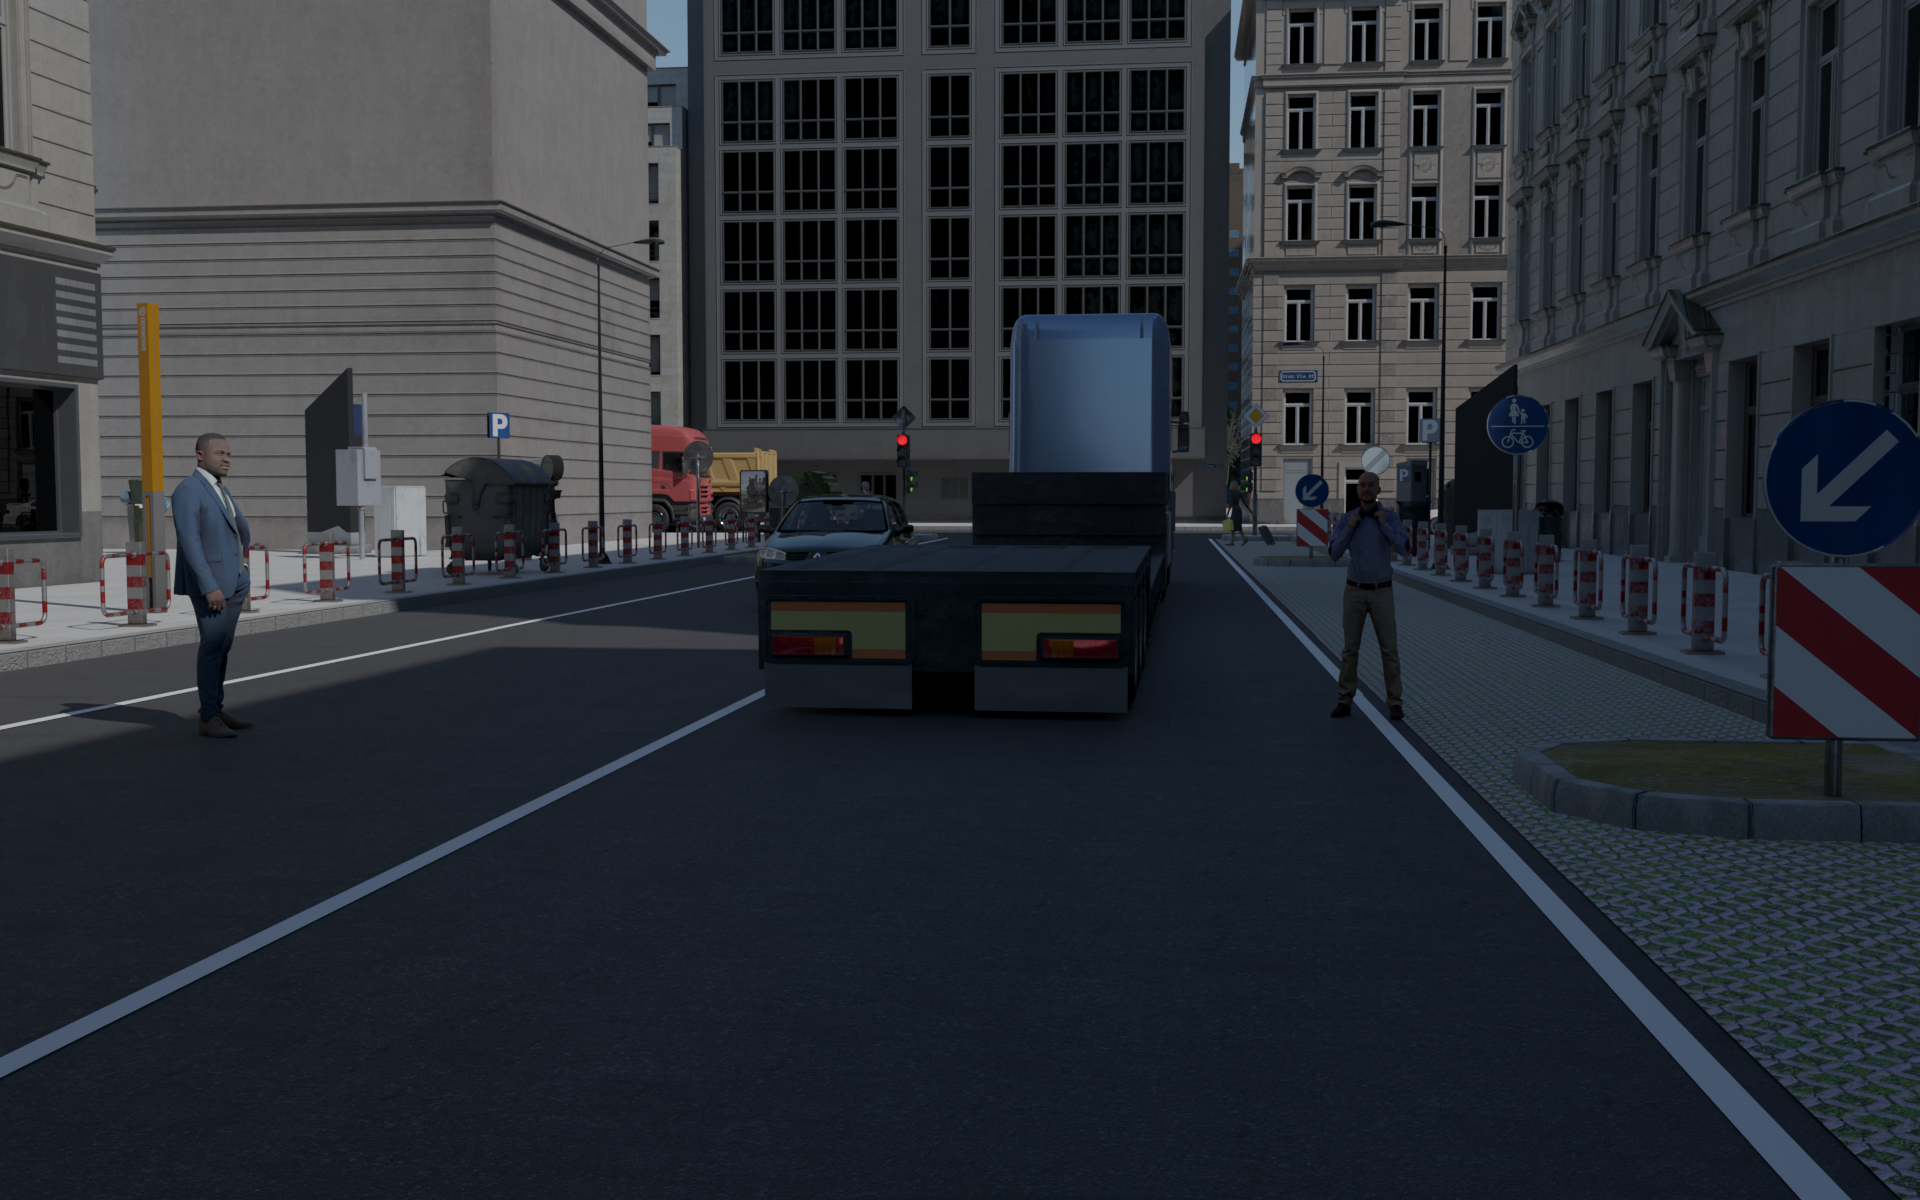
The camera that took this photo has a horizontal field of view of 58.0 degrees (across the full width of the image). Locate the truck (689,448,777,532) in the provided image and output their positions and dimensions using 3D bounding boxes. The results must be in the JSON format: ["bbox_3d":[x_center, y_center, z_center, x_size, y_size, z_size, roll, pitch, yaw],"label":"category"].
[{"bbox_3d":[-12.061,-4.312,66.423,9.791,3.379,3.469,0,4,8],"label":"truck"}]

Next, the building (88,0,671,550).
[{"bbox_3d":[-21.204,-12.479,45.829,24.055,21.916,13.314,0,4,7],"label":"building"}]

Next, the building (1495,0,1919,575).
[{"bbox_3d":[20.485,-15.235,25.508,17.030,29.872,44.131,0,4,7],"label":"building"}]

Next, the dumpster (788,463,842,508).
[{"bbox_3d":[-4.527,-3.101,53.199,1.502,2.255,1.985,0,4,7],"label":"dumpster"}]

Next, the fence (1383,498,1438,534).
[{"bbox_3d":[13.624,-2.538,52.706,2.264,1.192,0.480,1,4,11],"label":"fence"}]

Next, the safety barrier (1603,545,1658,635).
[{"bbox_3d":[6.189,-0.093,15.799,0.300,0.817,1.120,0,4,7],"label":"safety barrier"}]

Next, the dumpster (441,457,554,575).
[{"bbox_3d":[-7.487,-1.363,28.051,1.264,1.857,1.865,0,4,7],"label":"dumpster"}]

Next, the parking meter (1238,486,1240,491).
[{"bbox_3d":[19.106,-6.951,119.353,0.399,1.863,0.255,0,4,-3],"label":"parking meter"}]

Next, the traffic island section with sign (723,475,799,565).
[{"bbox_3d":[-3.739,-1.680,36.094,1.989,1.847,2.006,0,4,7],"label":"traffic island section with sign"}]

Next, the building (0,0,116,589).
[{"bbox_3d":[-22.622,-14.064,6.366,17.030,29.872,44.131,0,4,7],"label":"building"}]

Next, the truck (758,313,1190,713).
[{"bbox_3d":[1.152,-1.861,20.193,2.967,4.110,18.799,0,4,8],"label":"truck"}]

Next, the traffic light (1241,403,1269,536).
[{"bbox_3d":[9.118,-3.954,53.568,0.839,4.253,0.868,0,4,7],"label":"traffic light"}]

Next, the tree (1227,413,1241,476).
[{"bbox_3d":[27.574,-15.377,185.825,8.767,10.594,7.601,1,4,23],"label":"tree"}]

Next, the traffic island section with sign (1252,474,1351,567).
[{"bbox_3d":[6.900,-1.601,34.797,1.989,1.847,2.006,0,4,7],"label":"traffic island section with sign"}]

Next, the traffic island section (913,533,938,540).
[{"bbox_3d":[-1.806,-2.001,54.993,2.009,0.180,2.903,0,4,7],"label":"traffic island section"}]

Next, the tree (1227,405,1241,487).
[{"bbox_3d":[29.495,-17.477,202.763,9.611,12.733,9.660,0,3,0],"label":"tree"}]

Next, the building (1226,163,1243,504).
[{"bbox_3d":[39.815,-35.878,236.720,14.200,45.320,14.600,0,4,7],"label":"building"}]

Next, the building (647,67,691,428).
[{"bbox_3d":[-20.099,-13.901,82.027,16.860,20.320,10.420,0,4,7],"label":"building"}]

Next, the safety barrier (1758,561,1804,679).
[{"bbox_3d":[5.731,0.140,11.981,0.300,0.817,1.120,0,4,7],"label":"safety barrier"}]

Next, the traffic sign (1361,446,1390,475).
[{"bbox_3d":[11.058,-2.816,46.146,0.768,2.556,0.104,1,4,12],"label":"traffic sign"}]

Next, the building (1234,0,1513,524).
[{"bbox_3d":[24.979,-17.090,76.691,25.104,27.353,12.463,0,4,7],"label":"building"}]

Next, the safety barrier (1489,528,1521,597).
[{"bbox_3d":[6.885,-0.445,21.558,0.300,0.817,1.120,0,4,7],"label":"safety barrier"}]

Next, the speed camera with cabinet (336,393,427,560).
[{"bbox_3d":[-11.599,-2.471,34.737,0.660,3.252,2.038,1,4,21],"label":"speed camera with cabinet"}]

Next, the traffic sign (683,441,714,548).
[{"bbox_3d":[-6.261,-2.525,41.389,0.768,2.556,0.104,1,4,12],"label":"traffic sign"}]

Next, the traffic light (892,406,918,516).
[{"bbox_3d":[-1.767,-4.033,54.854,0.839,4.253,0.868,0,4,7],"label":"traffic light"}]

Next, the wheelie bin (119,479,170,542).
[{"bbox_3d":[-17.585,-1.799,37.321,0.980,1.594,0.693,-3,5,-40],"label":"wheelie bin"}]

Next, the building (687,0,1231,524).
[{"bbox_3d":[0.397,-17.588,81.063,24.014,27.812,14.314,0,4,7],"label":"building"}]

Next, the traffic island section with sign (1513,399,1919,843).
[{"bbox_3d":[3.690,0.036,8.033,1.989,1.847,2.006,0,4,7],"label":"traffic island section with sign"}]

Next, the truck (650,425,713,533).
[{"bbox_3d":[-13.929,-4.470,62.000,11.283,4.237,2.839,0,4,8],"label":"truck"}]

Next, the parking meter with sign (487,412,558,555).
[{"bbox_3d":[-9.200,-2.469,36.634,1.738,3.016,0.543,3,4,36],"label":"parking meter with sign"}]

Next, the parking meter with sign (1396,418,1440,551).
[{"bbox_3d":[10.254,-2.640,39.428,1.738,3.016,0.543,-3,5,-44],"label":"parking meter with sign"}]

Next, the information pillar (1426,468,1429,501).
[{"bbox_3d":[13.065,-2.720,48.967,0.304,2.012,0.304,0,4,-8],"label":"information pillar"}]

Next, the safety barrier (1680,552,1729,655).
[{"bbox_3d":[5.961,0.024,13.884,0.300,0.817,1.120,0,4,7],"label":"safety barrier"}]

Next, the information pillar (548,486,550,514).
[{"bbox_3d":[-9.268,-2.087,38.613,0.304,2.012,0.304,-2,4,-35],"label":"information pillar"}]

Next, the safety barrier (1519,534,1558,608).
[{"bbox_3d":[6.651,-0.329,19.650,0.300,0.817,1.120,0,4,7],"label":"safety barrier"}]

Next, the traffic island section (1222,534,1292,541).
[{"bbox_3d":[9.156,-1.920,53.677,2.009,0.180,2.903,0,4,7],"label":"traffic island section"}]

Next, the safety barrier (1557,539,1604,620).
[{"bbox_3d":[6.424,-0.211,17.722,0.300,0.817,1.120,0,4,7],"label":"safety barrier"}]

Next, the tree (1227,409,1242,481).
[{"bbox_3d":[22.694,-12.150,149.016,4.360,8.622,3.978,0,3,0],"label":"tree"}]

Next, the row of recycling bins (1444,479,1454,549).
[{"bbox_3d":[12.245,-2.138,42.066,1.069,1.692,3.534,1,4,15],"label":"row of recycling bins"}]

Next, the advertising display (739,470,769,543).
[{"bbox_3d":[-5.469,-2.497,46.046,0.974,1.923,0.123,3,4,37],"label":"advertising display"}]

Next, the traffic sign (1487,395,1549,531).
[{"bbox_3d":[7.163,-1.358,22.310,0.768,2.556,0.104,1,4,11],"label":"traffic sign"}]
